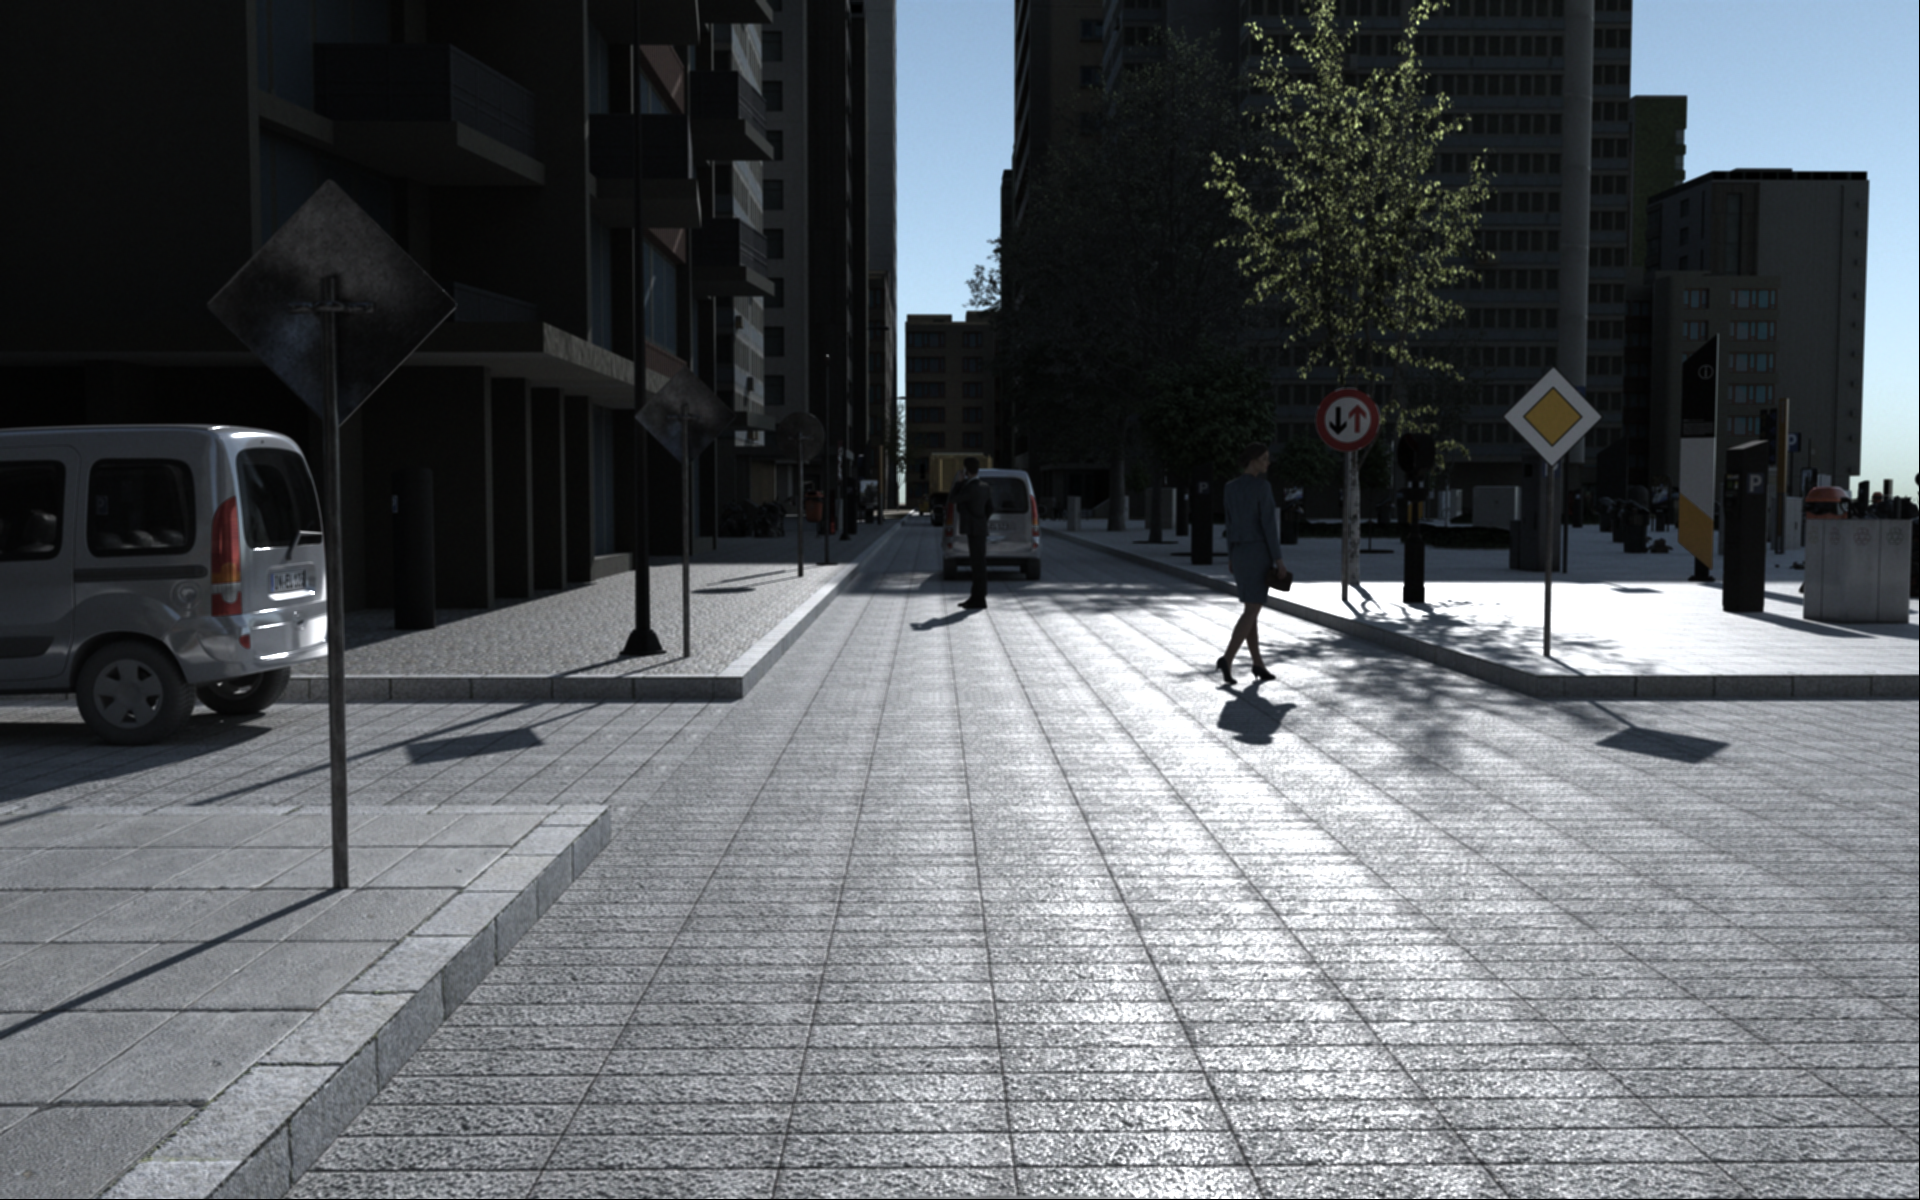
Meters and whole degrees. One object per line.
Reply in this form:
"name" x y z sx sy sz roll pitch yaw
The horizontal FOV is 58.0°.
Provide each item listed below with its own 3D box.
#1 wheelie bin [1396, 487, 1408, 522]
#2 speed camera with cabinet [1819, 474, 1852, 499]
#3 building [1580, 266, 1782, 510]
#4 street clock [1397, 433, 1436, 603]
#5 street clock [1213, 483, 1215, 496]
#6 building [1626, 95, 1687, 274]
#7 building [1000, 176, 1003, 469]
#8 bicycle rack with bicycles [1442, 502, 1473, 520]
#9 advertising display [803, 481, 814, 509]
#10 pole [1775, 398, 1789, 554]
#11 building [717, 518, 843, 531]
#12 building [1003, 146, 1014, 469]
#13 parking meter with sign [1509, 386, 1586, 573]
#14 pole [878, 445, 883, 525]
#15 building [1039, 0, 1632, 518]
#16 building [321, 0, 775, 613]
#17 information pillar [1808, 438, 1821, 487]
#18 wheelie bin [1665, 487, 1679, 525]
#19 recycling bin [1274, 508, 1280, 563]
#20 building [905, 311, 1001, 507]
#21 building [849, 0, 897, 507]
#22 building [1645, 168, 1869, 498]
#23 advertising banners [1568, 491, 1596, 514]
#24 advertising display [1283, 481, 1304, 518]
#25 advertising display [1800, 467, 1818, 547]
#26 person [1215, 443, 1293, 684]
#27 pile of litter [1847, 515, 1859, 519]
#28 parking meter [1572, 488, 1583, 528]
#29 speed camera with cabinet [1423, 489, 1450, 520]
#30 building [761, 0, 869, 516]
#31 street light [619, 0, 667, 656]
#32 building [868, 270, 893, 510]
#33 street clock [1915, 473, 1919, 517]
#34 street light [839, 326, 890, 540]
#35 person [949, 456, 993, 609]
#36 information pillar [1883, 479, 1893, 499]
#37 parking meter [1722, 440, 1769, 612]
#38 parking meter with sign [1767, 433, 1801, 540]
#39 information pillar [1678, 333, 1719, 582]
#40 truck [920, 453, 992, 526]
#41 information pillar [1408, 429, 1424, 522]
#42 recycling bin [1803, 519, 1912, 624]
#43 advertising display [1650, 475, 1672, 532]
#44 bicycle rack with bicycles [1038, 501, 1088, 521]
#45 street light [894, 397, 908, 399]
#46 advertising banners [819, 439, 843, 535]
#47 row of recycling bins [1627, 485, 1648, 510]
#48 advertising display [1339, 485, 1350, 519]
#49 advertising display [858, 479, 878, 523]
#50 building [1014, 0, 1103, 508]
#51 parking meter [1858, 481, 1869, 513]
"wheelie bin" 19.794 -4.234 77.141 0.693 1.594 0.980 2 4 29
"speed camera with cabinet" 39.877 -5.194 79.259 0.660 3.252 2.038 -1 4 -12
"building" 50.262 -18.708 150.915 28.899 21.520 27.650 0 4 -1
"street clock" 5.381 -0.973 20.480 0.358 2.002 0.471 -1 4 -19
"street clock" 11.524 -4.581 79.476 0.358 2.002 0.471 1 4 20
"building" 65.717 -30.437 181.238 14.086 41.232 14.154 0 4 -1
"building" 10.612 -23.560 156.901 14.160 30.474 14.107 0 4 -1
"bicycle rack with bicycles" 24.888 -4.237 82.652 2.852 0.926 2.925 -2 4 -32
"advertising display" -7.673 -4.971 86.494 0.974 1.923 0.123 3 5 40
"pole" 17.576 -2.641 37.031 0.158 3.312 0.155 0 3 0
"building" -20.516 -22.915 66.548 32.217 40.220 23.993 0 4 -1
"building" 11.187 -22.699 142.828 14.160 30.474 14.107 0 4 -1
"parking meter with sign" 9.702 -1.993 28.841 0.543 3.016 1.738 -1 4 -8
"pole" -3.331 -4.808 72.456 0.158 3.312 0.155 0 3 0
"building" 21.175 -25.051 101.457 32.217 40.220 23.993 0 4 -1
"building" -15.109 -22.982 30.382 22.147 44.769 28.867 0 4 -1
"information pillar" 36.000 -4.997 73.051 0.504 3.616 0.183 0 4 -8
"wheelie bin" 30.065 -3.985 73.066 0.693 1.594 0.980 -2 4 -27
"recycling bin" 5.473 -1.201 32.186 0.722 1.027 0.722 3 4 38
"building" 8.743 -20.963 187.790 28.899 21.520 27.650 0 4 -1
"building" -20.763 -39.174 182.499 28.212 58.520 21.231 0 4 -1
"building" 71.799 -23.598 157.531 14.107 30.474 14.160 0 4 -1
"advertising banners" 27.271 -4.955 77.203 2.074 3.025 0.090 1 4 9
"advertising display" 15.936 -4.746 82.817 0.974 1.923 0.123 0 4 0
"advertising display" 20.616 -2.256 42.099 0.123 1.923 0.974 1 4 11
"person" 2.183 -0.286 13.208 0.654 1.822 0.581 -1 4 -22
"pile of litter" 17.733 -1.233 34.123 1.719 0.858 1.176 1 4 18
"parking meter" 23.652 -3.540 66.297 0.372 1.533 0.369 0 3 0
"speed camera with cabinet" 23.787 -5.604 85.959 2.038 3.252 0.660 0 4 -4
"building" -12.361 -19.878 96.701 14.160 30.474 14.107 0 4 -1
"street light" -2.006 -2.520 13.743 1.470 5.913 1.316 0 4 -1
"building" -20.594 -18.690 150.622 28.899 21.520 27.650 0 4 -1
"street clock" 31.352 -3.168 56.361 0.471 2.002 0.358 0 4 1
"street light" -2.654 -4.612 47.949 1.470 5.913 1.316 0 4 -1
"person" 0.132 -0.850 21.758 0.474 1.900 0.648 1 4 14
"information pillar" 46.124 -4.992 86.114 0.304 2.012 0.304 -2 4 -35
"parking meter" 8.544 -0.804 18.860 0.399 1.863 0.255 -1 4 -17
"parking meter with sign" 22.866 -3.226 49.012 1.738 3.016 0.543 -1 4 -19
"information pillar" 10.874 -2.088 25.491 0.504 3.616 0.183 2 4 33
"truck" -0.064 -5.165 80.365 3.469 3.379 9.791 0 4 -2
"information pillar" 14.576 -3.919 55.434 0.504 3.616 0.183 1 4 10
"recycling bin" 9.047 -0.301 17.476 0.722 1.027 0.722 0 4 -5
"advertising display" 24.023 -3.313 59.373 0.123 1.923 0.974 -1 4 -13
"bicycle rack with bicycles" 5.026 -4.320 84.018 2.852 0.926 2.925 0 4 -6
"street light" -3.199 -6.744 82.799 1.470 5.913 1.316 0 4 -1
"advertising banners" -4.072 -3.588 54.844 0.090 3.025 2.074 1 4 18
"row of recycling bins" 32.382 -4.695 83.870 1.069 1.692 3.534 0 4 4
"advertising display" 19.887 -5.111 88.778 0.974 1.923 0.123 3 5 41
"advertising display" -3.966 -4.309 75.663 0.974 1.923 0.123 -2 4 -28
"building" 15.044 -30.614 124.238 21.300 48.544 21.600 0 4 -1
"parking meter" 39.482 -4.281 75.701 0.255 1.863 0.399 -1 4 -18
